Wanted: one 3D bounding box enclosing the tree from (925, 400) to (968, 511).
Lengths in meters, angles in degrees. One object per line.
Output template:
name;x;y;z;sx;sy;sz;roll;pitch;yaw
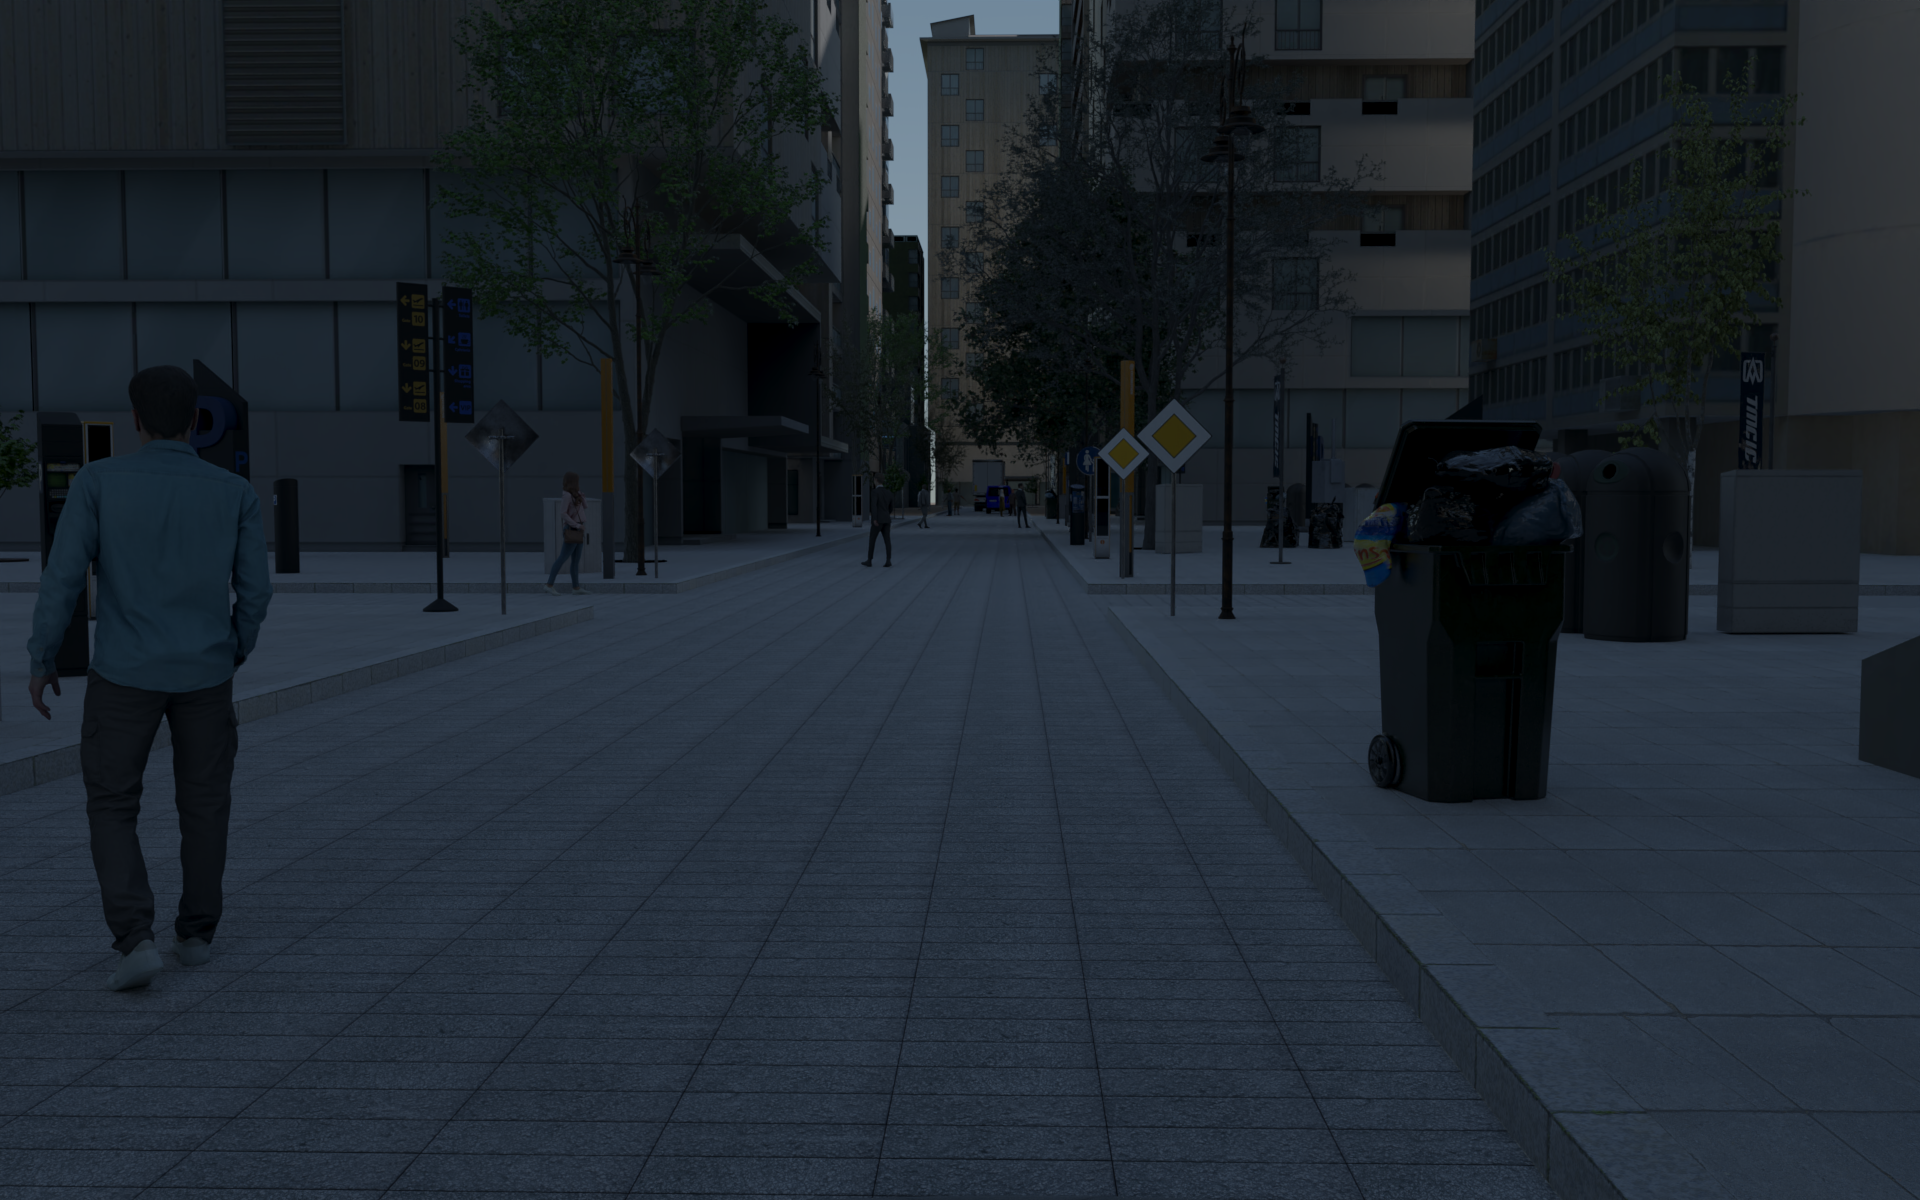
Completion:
tree;-2.170;-10.861;127.935;4.360;8.622;3.978;0;3;0

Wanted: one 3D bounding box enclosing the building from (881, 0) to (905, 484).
building;-16.620;-31.286;131.127;23.786;49.044;30.456;0;4;2

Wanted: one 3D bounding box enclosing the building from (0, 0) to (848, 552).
building;-17.840;-28.126;49.099;28.713;52.752;27.495;0;4;2

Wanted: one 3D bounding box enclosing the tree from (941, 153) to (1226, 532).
tree;4.119;-8.623;57.989;9.611;12.733;9.660;0;3;0

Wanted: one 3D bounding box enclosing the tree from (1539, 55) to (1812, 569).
tree;12.438;-4.854;29.719;4.737;8.622;4.395;0;3;0

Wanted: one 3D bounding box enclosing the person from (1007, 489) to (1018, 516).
person;3.412;-6.315;112.299;0.990;1.755;0.434;3;5;39

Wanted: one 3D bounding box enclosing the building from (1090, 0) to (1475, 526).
building;20.131;-30.129;81.852;28.713;52.752;27.495;0;4;2

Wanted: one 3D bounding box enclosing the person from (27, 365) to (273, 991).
person;-2.387;0.206;5.153;0.660;1.820;0.620;-3;4;-37

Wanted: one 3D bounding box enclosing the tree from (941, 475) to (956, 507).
tree;-1.351;-11.223;178.094;1.663;3.219;1.824;0;3;0

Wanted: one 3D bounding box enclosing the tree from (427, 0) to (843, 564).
tree;-6.042;-6.513;32.243;9.928;11.665;9.643;0;3;0

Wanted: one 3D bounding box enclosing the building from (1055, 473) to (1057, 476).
building;20.969;-32.995;159.075;23.786;49.044;30.456;0;4;2

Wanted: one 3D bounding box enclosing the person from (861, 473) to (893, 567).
person;-1.619;-1.573;33.997;0.659;1.850;0.755;-3;5;-41

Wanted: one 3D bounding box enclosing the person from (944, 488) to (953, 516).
person;-0.703;-6.378;112.866;0.705;1.814;1.350;-1;4;-23

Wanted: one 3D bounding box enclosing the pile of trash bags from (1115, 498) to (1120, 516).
pile of trash bags;10.649;-5.459;99.010;3.447;1.369;1.912;0;4;-6

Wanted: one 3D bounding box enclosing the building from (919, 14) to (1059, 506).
building;9.818;-37.346;199.838;27.495;52.752;28.713;0;4;2

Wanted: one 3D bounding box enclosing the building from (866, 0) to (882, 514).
building;-12.327;-28.034;108.472;14.600;45.320;14.200;0;4;2

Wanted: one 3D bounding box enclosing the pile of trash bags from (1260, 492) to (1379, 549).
pile of trash bags;8.804;-1.927;41.265;3.447;1.369;1.912;2;4;32

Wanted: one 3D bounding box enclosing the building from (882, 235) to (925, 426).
building;-11.153;-25.879;194.815;14.107;30.474;14.160;0;4;2

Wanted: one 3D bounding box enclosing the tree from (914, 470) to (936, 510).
tree;-2.877;-8.887;139.906;1.663;3.219;1.824;0;3;0

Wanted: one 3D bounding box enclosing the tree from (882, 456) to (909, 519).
tree;-3.459;-5.699;87.782;1.663;3.219;1.824;0;3;0

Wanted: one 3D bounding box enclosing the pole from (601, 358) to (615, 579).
pole;-5.317;-1.976;26.151;0.158;3.312;0.155;0;3;0

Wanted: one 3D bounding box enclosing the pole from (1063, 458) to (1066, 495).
pole;5.944;-6.405;98.561;0.158;3.312;0.155;0;3;0

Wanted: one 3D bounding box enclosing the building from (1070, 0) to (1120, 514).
building;18.633;-30.255;118.379;21.300;48.544;21.600;0;4;2

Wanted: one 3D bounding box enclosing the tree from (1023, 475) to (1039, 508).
tree;6.998;-10.391;164.495;1.663;3.219;1.824;0;3;0

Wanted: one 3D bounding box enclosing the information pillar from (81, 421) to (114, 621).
information pillar;-8.830;-0.806;17.665;0.304;2.012;0.304;3;4;36

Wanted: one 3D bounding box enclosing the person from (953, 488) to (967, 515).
person;-0.218;-6.688;117.852;1.348;1.824;0.705;1;4;18

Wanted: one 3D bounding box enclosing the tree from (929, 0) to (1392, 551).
tree;4.520;-7.900;39.540;12.009;13.543;11.850;0;3;0

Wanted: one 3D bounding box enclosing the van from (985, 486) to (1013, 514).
van;2.893;-7.481;126.692;2.240;2.365;5.245;0;4;3

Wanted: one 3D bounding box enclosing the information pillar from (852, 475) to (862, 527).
information pillar;-3.951;-3.797;66.568;0.304;2.012;0.304;-2;4;-26

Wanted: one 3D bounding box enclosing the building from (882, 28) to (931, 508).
building;-18.789;-52.020;163.191;31.000;86.520;22.319;0;4;2

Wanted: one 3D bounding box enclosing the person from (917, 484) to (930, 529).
person;-1.486;-3.881;72.048;0.679;1.850;0.850;3;5;41

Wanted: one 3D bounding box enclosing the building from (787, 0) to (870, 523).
building;-11.695;-24.124;78.025;14.154;41.232;14.086;0;4;2

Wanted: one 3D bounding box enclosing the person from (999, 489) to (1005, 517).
person;2.731;-6.132;109.481;0.721;1.736;1.217;0;4;3

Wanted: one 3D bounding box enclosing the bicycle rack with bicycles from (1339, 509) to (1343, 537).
bicycle rack with bicycles;11.545;-2.262;50.372;2.852;0.926;2.925;-1;4;-18

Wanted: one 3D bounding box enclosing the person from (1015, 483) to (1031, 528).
person;2.643;-4.003;73.316;0.648;1.900;0.474;3;5;41

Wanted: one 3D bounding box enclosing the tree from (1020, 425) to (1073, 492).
tree;5.617;-9.400;104.048;4.360;8.622;3.978;0;3;0

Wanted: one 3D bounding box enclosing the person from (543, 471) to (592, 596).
person;-5.577;-0.946;24.565;0.643;1.750;0.593;0;4;-4

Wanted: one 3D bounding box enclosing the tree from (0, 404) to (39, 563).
tree;-18.177;-2.327;32.649;1.663;3.219;1.824;0;3;0

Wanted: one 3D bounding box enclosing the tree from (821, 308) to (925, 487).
tree;-3.912;-7.281;69.409;4.360;8.622;3.978;0;3;0

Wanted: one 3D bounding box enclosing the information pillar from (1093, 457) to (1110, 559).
information pillar;2.806;-1.820;34.244;0.304;2.012;0.304;0;4;-1

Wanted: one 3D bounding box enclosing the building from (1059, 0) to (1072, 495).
building;14.749;-27.724;136.887;14.154;41.232;14.086;0;4;2

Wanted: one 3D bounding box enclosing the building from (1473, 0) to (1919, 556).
building;27.228;-21.484;43.142;23.993;40.220;32.217;0;4;2
